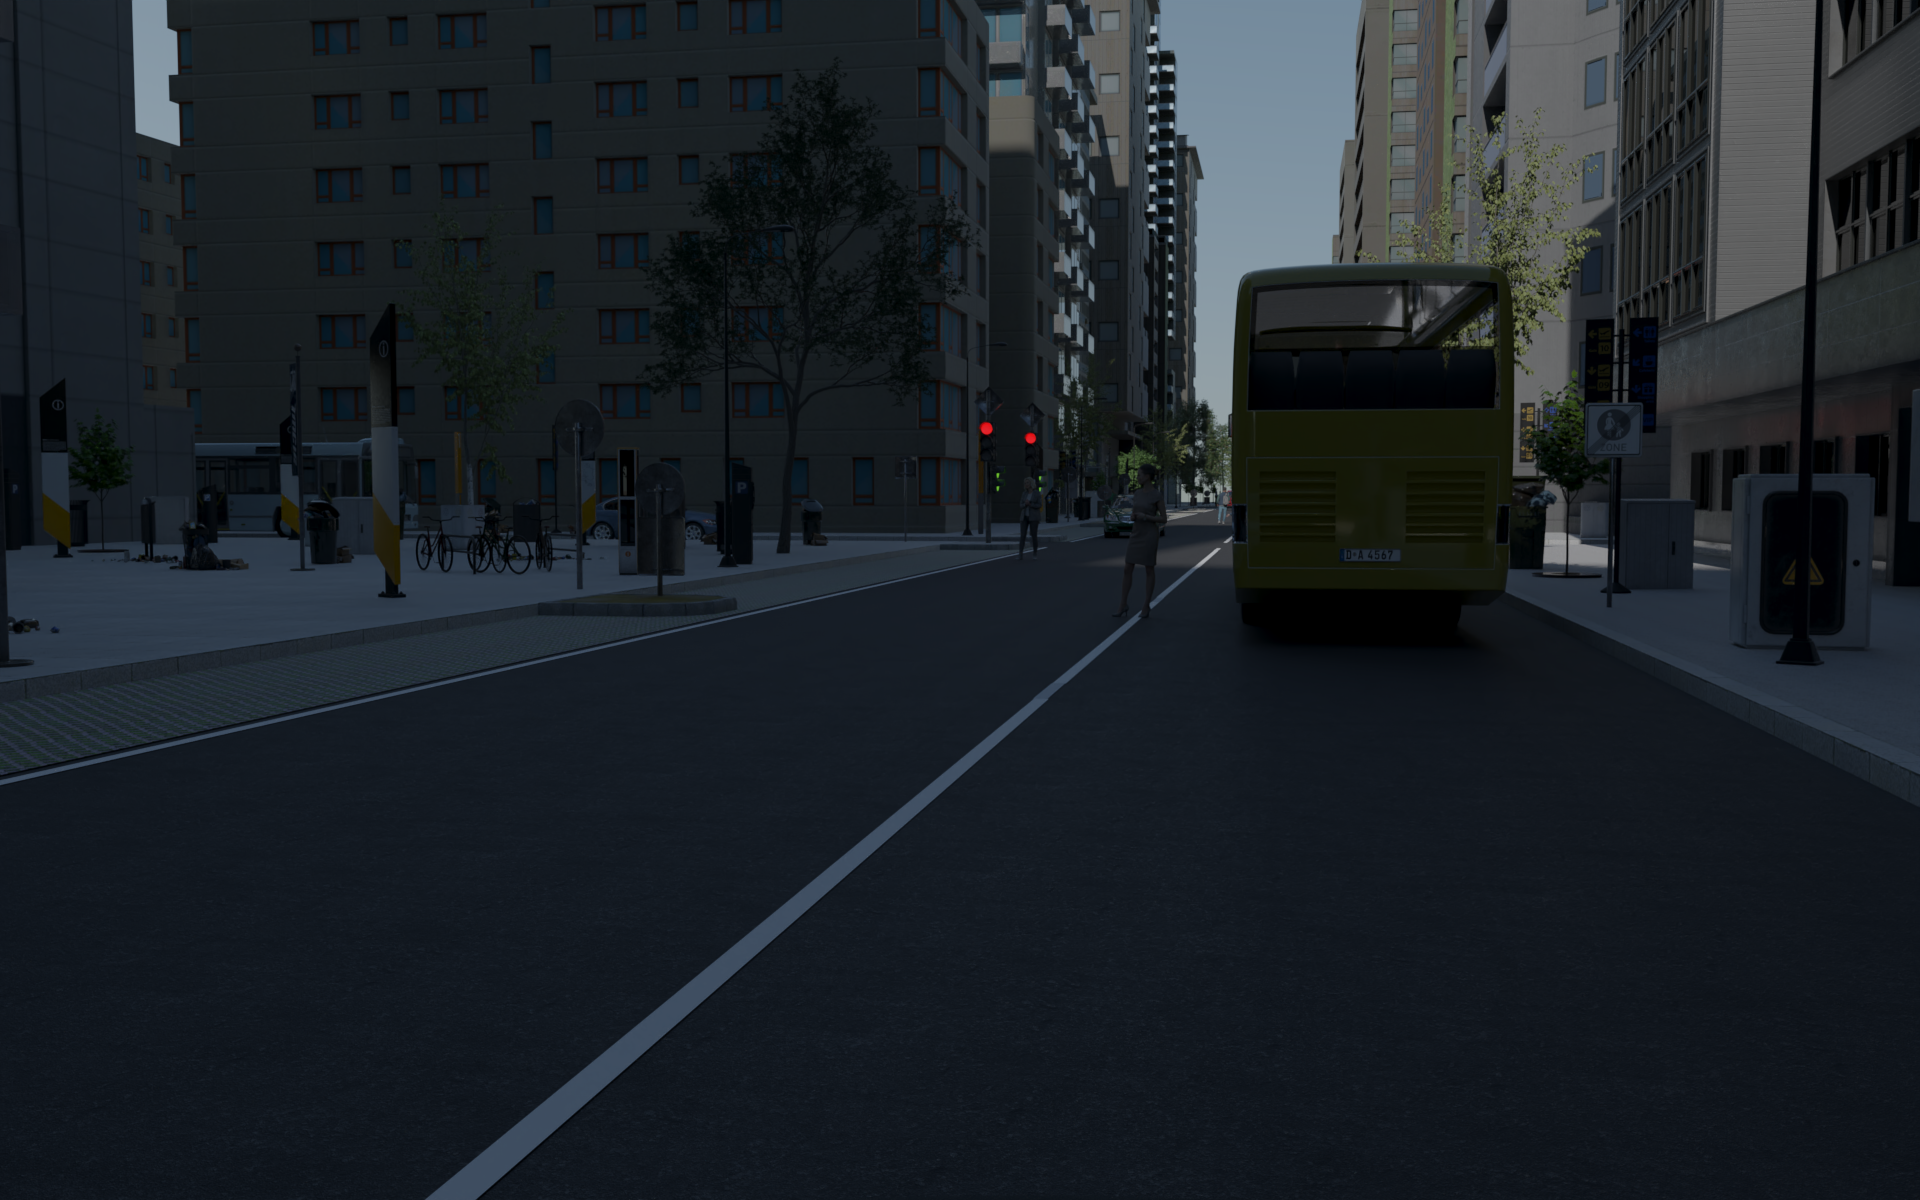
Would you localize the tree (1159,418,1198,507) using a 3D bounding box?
[{"bbox_3d":[21.256,-13.265,167.248,4.360,8.622,3.978,0,3,0],"label":"tree"}]

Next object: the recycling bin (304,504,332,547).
[{"bbox_3d":[-15.549,-1.827,42.430,0.722,1.027,0.722,2,4,35],"label":"recycling bin"}]

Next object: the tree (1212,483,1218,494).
[{"bbox_3d":[38.798,-16.512,264.564,1.663,3.219,1.824,0,3,0],"label":"tree"}]

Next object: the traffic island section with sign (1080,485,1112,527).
[{"bbox_3d":[6.301,-4.075,75.248,1.989,1.847,2.006,1,4,11],"label":"traffic island section with sign"}]

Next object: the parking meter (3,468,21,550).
[{"bbox_3d":[-21.661,-2.068,39.524,0.255,1.863,0.399,0,4,4],"label":"parking meter"}]

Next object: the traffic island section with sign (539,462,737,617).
[{"bbox_3d":[-3.811,-0.761,21.071,1.989,1.847,2.006,1,4,11],"label":"traffic island section with sign"}]

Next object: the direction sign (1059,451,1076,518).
[{"bbox_3d":[5.693,-6.099,91.710,0.876,3.537,0.379,0,4,-4],"label":"direction sign"}]

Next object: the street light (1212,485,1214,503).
[{"bbox_3d":[30.073,-14.537,210.222,1.470,5.913,1.316,1,4,11],"label":"street light"}]

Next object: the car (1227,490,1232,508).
[{"bbox_3d":[24.357,-8.831,153.052,2.281,1.827,5.304,1,4,9],"label":"car"}]

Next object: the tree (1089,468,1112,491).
[{"bbox_3d":[10.187,-8.044,126.120,1.663,3.219,1.824,0,3,0],"label":"tree"}]

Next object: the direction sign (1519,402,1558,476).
[{"bbox_3d":[14.287,-3.109,42.836,0.876,3.537,0.379,2,4,26],"label":"direction sign"}]

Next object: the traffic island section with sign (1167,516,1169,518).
[{"bbox_3d":[11.274,-5.704,101.893,1.989,1.847,2.006,1,4,11],"label":"traffic island section with sign"}]

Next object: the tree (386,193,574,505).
[{"bbox_3d":[-12.083,-5.692,43.420,4.737,8.622,4.395,0,3,0],"label":"tree"}]

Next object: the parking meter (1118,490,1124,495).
[{"bbox_3d":[10.279,-6.248,110.559,0.372,1.533,0.369,0,3,0],"label":"parking meter"}]

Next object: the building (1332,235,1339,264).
[{"bbox_3d":[65.426,-36.028,272.644,14.154,41.232,14.086,1,4,11],"label":"building"}]

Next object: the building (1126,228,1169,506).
[{"bbox_3d":[14.996,-25.432,187.510,14.160,30.474,14.107,1,4,11],"label":"building"}]

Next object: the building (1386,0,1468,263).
[{"bbox_3d":[40.858,-27.749,137.289,14.154,41.232,14.086,1,4,11],"label":"building"}]

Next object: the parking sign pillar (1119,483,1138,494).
[{"bbox_3d":[11.997,-8.244,123.260,1.447,3.967,1.447,1,4,21],"label":"parking sign pillar"}]

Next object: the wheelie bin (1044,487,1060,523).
[{"bbox_3d":[4.075,-4.188,76.377,0.693,1.594,0.980,0,4,4],"label":"wheelie bin"}]

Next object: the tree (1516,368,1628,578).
[{"bbox_3d":[9.532,-1.963,26.704,1.663,3.219,1.824,0,3,0],"label":"tree"}]

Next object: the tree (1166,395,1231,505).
[{"bbox_3d":[27.154,-17.396,201.424,9.611,12.733,9.660,0,3,0],"label":"tree"}]

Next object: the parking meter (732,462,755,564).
[{"bbox_3d":[-3.953,-1.584,31.615,0.399,1.863,0.255,0,4,0],"label":"parking meter"}]

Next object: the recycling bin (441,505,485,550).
[{"bbox_3d":[-11.485,-1.681,40.031,0.722,1.027,0.722,2,4,25],"label":"recycling bin"}]

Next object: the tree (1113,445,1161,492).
[{"bbox_3d":[11.875,-8.103,116.195,4.285,4.588,4.351,0,3,0],"label":"tree"}]

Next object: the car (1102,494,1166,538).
[{"bbox_3d":[5.890,-2.832,58.099,2.131,1.459,4.920,1,4,10],"label":"car"}]

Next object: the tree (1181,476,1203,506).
[{"bbox_3d":[28.357,-13.277,211.687,1.663,3.219,1.824,0,3,0],"label":"tree"}]

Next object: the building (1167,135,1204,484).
[{"bbox_3d":[21.366,-40.993,259.470,28.713,52.752,27.495,1,4,11],"label":"building"}]

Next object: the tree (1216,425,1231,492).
[{"bbox_3d":[42.926,-22.392,284.227,7.486,12.596,7.792,0,3,0],"label":"tree"}]

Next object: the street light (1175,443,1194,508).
[{"bbox_3d":[20.282,-11.343,157.994,1.470,5.913,1.316,1,4,11],"label":"street light"}]

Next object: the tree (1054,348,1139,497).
[{"bbox_3d":[6.212,-8.420,88.023,4.737,8.622,4.395,0,3,0],"label":"tree"}]

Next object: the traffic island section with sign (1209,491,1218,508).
[{"bbox_3d":[25.432,-10.348,177.814,1.989,1.847,2.006,1,4,11],"label":"traffic island section with sign"}]

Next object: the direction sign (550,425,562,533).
[{"bbox_3d":[-13.319,-3.978,57.035,0.379,3.537,0.876,0,4,-4],"label":"direction sign"}]

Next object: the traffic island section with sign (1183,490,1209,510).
[{"bbox_3d":[20.486,-8.727,151.315,1.989,1.847,2.006,1,4,11],"label":"traffic island section with sign"}]

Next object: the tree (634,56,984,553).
[{"bbox_3d":[-3.516,-6.273,36.970,7.601,10.594,8.767,2,4,24],"label":"tree"}]

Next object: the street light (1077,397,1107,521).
[{"bbox_3d":[6.380,-6.777,83.337,1.470,5.913,1.316,1,4,11],"label":"street light"}]

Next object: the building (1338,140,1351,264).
[{"bbox_3d":[60.012,-36.700,223.753,21.300,48.544,21.600,1,4,11],"label":"building"}]

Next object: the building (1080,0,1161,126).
[{"bbox_3d":[4.022,-35.370,167.537,28.713,52.752,27.495,1,4,11],"label":"building"}]

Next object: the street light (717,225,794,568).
[{"bbox_3d":[-3.546,-3.523,30.138,1.470,5.913,1.316,1,4,11],"label":"street light"}]

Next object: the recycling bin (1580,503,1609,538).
[{"bbox_3d":[18.652,-2.344,50.874,0.722,1.027,0.722,2,4,26],"label":"recycling bin"}]

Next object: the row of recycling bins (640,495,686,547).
[{"bbox_3d":[-7.318,-2.111,41.634,1.069,1.692,3.534,-1,4,-22],"label":"row of recycling bins"}]

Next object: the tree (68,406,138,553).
[{"bbox_3d":[-19.030,-2.659,38.081,1.663,3.219,1.824,0,3,0],"label":"tree"}]

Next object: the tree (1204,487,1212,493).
[{"bbox_3d":[31.627,-14.266,227.847,1.663,3.219,1.824,0,3,0],"label":"tree"}]

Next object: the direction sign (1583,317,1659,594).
[{"bbox_3d":[8.514,-1.858,22.376,0.876,3.537,0.379,2,4,23],"label":"direction sign"}]

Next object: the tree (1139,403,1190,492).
[{"bbox_3d":[16.288,-11.583,139.739,4.737,8.622,4.395,0,3,0],"label":"tree"}]

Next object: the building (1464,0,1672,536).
[{"bbox_3d":[32.683,-31.559,57.988,28.212,58.520,21.231,1,4,11],"label":"building"}]

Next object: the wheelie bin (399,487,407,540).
[{"bbox_3d":[-15.923,-2.483,48.512,0.693,1.594,0.980,2,4,27],"label":"wheelie bin"}]

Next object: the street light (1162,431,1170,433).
[{"bbox_3d":[14.877,-9.537,128.472,1.470,5.913,1.316,1,4,11],"label":"street light"}]

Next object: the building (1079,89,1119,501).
[{"bbox_3d":[-2.303,-27.546,142.265,32.217,40.220,23.993,1,4,11],"label":"building"}]

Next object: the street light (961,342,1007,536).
[{"bbox_3d":[0.760,-4.936,53.245,1.470,5.913,1.316,1,4,11],"label":"street light"}]

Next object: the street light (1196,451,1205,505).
[{"bbox_3d":[25.800,-13.134,187.273,1.470,5.913,1.316,1,4,11],"label":"street light"}]

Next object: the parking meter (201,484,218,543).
[{"bbox_3d":[-19.649,-2.259,45.338,0.372,1.533,0.369,0,3,0],"label":"parking meter"}]

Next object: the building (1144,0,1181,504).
[{"bbox_3d":[18.582,-56.010,228.433,22.319,86.520,31.000,1,4,11],"label":"building"}]

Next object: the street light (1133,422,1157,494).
[{"bbox_3d":[11.854,-8.564,112.568,1.470,5.913,1.316,1,4,11],"label":"street light"}]

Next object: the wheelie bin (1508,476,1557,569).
[{"bbox_3d":[9.720,-1.332,29.680,0.980,1.594,0.693,1,4,9],"label":"wheelie bin"}]

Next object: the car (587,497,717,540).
[{"bbox_3d":[-8.861,-2.339,50.250,4.499,1.417,2.014,1,4,12],"label":"car"}]

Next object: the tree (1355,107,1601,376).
[{"bbox_3d":[10.030,-5.059,33.085,4.737,8.622,4.395,0,3,0],"label":"tree"}]

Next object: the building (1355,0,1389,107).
[{"bbox_3d":[46.453,-32.481,154.766,21.300,48.544,21.600,1,4,11],"label":"building"}]

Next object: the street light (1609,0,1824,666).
[{"bbox_3d":[5.825,-2.476,13.029,1.470,5.913,1.316,1,4,11],"label":"street light"}]
